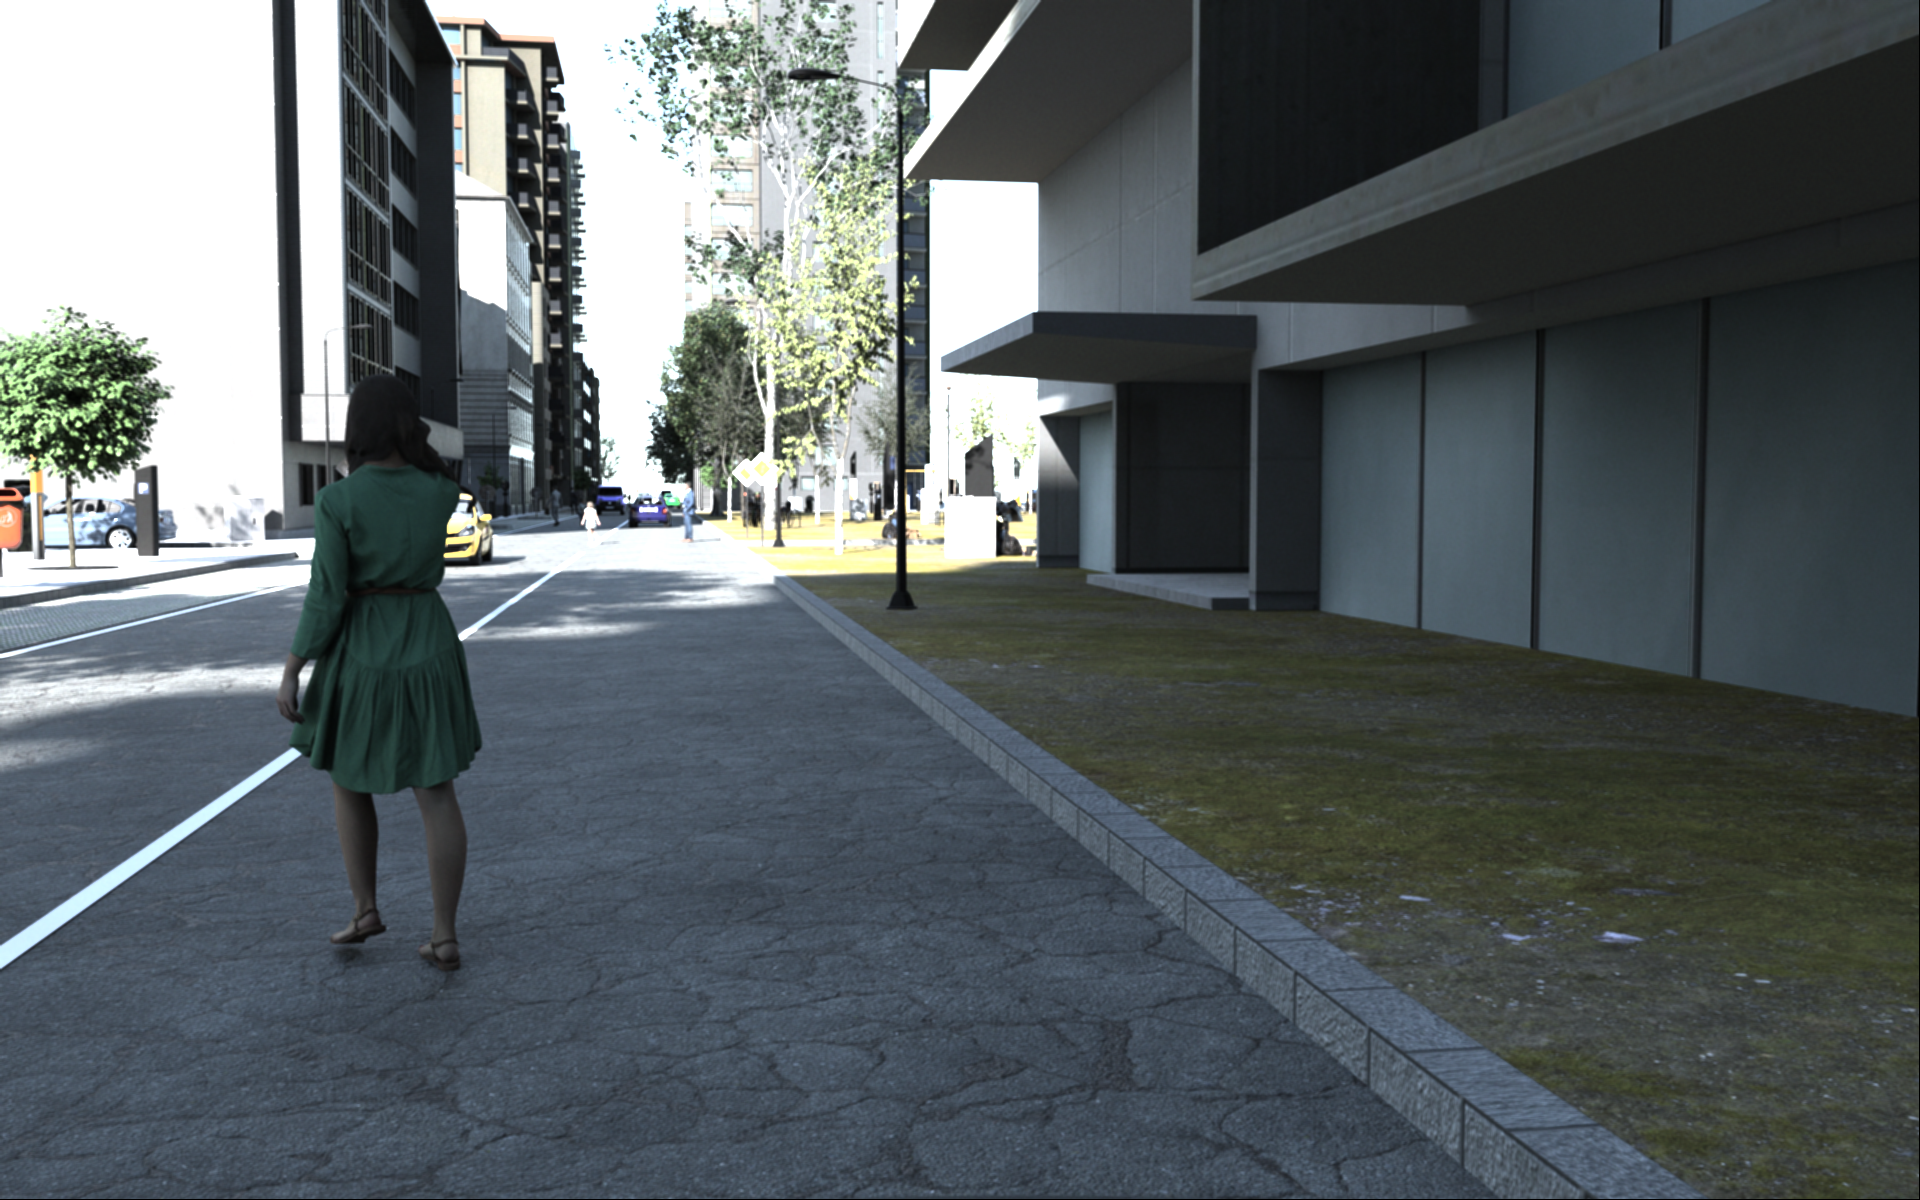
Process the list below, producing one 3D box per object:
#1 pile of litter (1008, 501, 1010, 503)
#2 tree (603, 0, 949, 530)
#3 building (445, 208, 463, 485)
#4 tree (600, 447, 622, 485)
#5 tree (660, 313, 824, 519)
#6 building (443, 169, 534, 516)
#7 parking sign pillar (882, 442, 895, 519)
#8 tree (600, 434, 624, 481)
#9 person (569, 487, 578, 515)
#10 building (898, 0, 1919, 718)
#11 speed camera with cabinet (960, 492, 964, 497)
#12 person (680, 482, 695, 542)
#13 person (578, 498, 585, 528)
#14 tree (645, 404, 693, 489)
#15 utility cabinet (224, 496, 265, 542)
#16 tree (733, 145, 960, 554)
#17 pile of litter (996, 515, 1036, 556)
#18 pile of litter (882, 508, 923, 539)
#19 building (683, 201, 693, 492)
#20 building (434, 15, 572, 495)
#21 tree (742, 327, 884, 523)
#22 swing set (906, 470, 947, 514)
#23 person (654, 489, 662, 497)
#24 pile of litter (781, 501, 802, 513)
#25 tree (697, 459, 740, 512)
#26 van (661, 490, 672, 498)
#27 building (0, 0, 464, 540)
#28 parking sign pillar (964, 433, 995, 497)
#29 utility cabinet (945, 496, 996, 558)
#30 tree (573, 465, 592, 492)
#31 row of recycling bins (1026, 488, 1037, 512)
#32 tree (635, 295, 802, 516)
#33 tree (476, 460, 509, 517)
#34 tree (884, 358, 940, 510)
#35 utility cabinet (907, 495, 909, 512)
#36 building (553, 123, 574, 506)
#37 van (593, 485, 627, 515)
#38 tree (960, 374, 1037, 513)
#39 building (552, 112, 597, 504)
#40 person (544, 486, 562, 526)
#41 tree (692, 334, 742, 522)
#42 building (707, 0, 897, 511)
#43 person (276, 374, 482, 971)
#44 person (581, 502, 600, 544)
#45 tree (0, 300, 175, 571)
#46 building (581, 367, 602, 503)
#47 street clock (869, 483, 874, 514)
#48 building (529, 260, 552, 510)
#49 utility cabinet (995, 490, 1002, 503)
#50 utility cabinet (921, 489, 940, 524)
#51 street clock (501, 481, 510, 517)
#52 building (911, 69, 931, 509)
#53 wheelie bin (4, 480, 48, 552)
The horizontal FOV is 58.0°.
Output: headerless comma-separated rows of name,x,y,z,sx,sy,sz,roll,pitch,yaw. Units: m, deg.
pile of litter,3.227,-6.462,119.623,1.176,0.858,1.719,1,4,16
tree,-5.560,-12.644,62.624,12.611,20.169,13.585,0,3,0
building,-33.355,-13.300,84.902,16.820,18.784,16.811,-1,4,-10
tree,-54.542,-19.377,267.171,4.737,8.622,4.395,0,3,0
tree,-11.116,-9.444,88.818,8.767,10.594,7.601,-1,4,-9
building,-32.407,-15.887,108.902,9.793,20.994,18.267,-1,4,-10
parking sign pillar,-3.678,-6.191,89.695,1.447,3.967,1.447,-1,4,-11
tree,-57.687,-21.573,278.467,9.928,11.665,9.643,0,3,0
person,-26.838,-6.878,120.312,0.648,1.900,0.474,0,4,1
building,14.293,-26.250,18.431,28.713,52.752,27.495,-1,4,-10
speed camera with cabinet,0.360,-7.209,112.197,2.038,3.252,0.660,-1,4,-22
person,-8.126,-2.639,51.833,0.419,1.800,0.721,-1,4,-21
person,-16.007,-3.679,73.342,0.352,1.250,0.332,0,4,8
tree,-32.446,-18.382,207.195,9.857,13.997,8.962,0,3,0
utility cabinet,-19.437,-2.197,47.078,0.306,1.237,1.020,2,4,34
tree,-2.669,-5.301,37.027,4.737,8.622,4.395,0,3,0
pile of litter,0.933,-1.376,36.462,1.176,0.858,1.719,-3,4,-37
pile of litter,-1.625,-2.234,50.497,1.176,0.858,1.719,3,4,38
building,-31.788,-34.298,244.359,14.154,41.232,14.086,-1,4,-10
building,-48.322,-31.031,161.985,22.147,44.769,28.867,-1,4,-10
tree,-6.397,-7.644,75.348,4.360,8.622,3.978,0,3,0
swing set,-2.344,-7.162,114.714,3.119,2.851,2.862,0,4,-5
person,-20.015,-6.481,114.816,0.623,1.781,0.721,0,4,5
pile of litter,-11.456,-6.314,117.195,1.719,0.858,1.176,-1,4,-14
tree,-17.436,-8.699,125.934,4.285,4.588,4.351,0,3,0
van,-46.031,-16.327,271.324,2.240,2.365,5.245,-1,4,-10
building,-26.749,-14.819,61.363,14.314,24.678,30.058,-1,4,-10
parking sign pillar,0.861,-5.409,76.902,1.447,3.967,1.447,1,4,14
utility cabinet,0.209,-1.457,34.976,1.020,1.237,0.306,-2,4,-25
tree,-43.349,-13.045,196.991,4.285,4.588,4.351,0,3,0
row of recycling bins,5.864,-7.234,125.389,1.069,1.692,3.534,-2,4,-26
tree,-13.999,-11.205,100.202,9.611,12.733,9.660,0,3,0
tree,-26.889,-6.377,98.872,1.663,3.219,1.824,0,3,0
tree,-3.250,-8.823,94.618,4.360,8.622,3.978,0,3,0
utility cabinet,-3.776,-6.849,123.149,0.306,1.237,1.020,0,4,-6
building,-48.929,-30.634,184.464,14.154,41.232,14.086,-1,4,-10
van,-24.156,-7.055,119.738,2.240,2.365,5.245,-1,4,-10
tree,0.971,-8.441,88.374,4.737,8.622,4.395,0,3,0
building,-58.260,-36.553,217.243,23.786,49.044,30.456,-1,4,-10
person,-18.251,-4.241,77.955,0.853,1.813,0.709,2,4,32
tree,-10.614,-7.964,80.578,4.360,8.622,3.978,0,3,0
building,-12.615,-27.647,135.623,14.154,41.232,14.086,-1,4,-10
person,-1.742,0.211,5.297,0.529,1.795,0.600,3,5,40
person,-10.512,-2.188,49.293,0.505,1.210,0.382,-3,5,-43
tree,-15.175,-2.809,29.642,4.285,4.588,4.351,0,3,0
building,-65.885,-24.600,247.242,27.650,21.520,28.899,-1,4,-10
street clock,-5.810,-6.681,113.803,0.358,2.002,0.471,1,4,13
building,-46.687,-17.649,133.594,27.650,21.520,28.899,-1,4,-10
utility cabinet,1.816,-5.365,96.403,1.173,1.500,0.318,-3,5,-41
utility cabinet,-1.241,-3.973,73.644,0.318,1.500,1.173,2,4,26
street clock,-25.289,-5.614,96.363,0.471,2.002,0.358,3,4,38
building,-13.366,-37.613,156.966,21.231,58.520,28.212,-1,4,-10
wheelie bin,-20.737,-1.862,38.346,0.980,1.594,0.693,-2,4,-27
